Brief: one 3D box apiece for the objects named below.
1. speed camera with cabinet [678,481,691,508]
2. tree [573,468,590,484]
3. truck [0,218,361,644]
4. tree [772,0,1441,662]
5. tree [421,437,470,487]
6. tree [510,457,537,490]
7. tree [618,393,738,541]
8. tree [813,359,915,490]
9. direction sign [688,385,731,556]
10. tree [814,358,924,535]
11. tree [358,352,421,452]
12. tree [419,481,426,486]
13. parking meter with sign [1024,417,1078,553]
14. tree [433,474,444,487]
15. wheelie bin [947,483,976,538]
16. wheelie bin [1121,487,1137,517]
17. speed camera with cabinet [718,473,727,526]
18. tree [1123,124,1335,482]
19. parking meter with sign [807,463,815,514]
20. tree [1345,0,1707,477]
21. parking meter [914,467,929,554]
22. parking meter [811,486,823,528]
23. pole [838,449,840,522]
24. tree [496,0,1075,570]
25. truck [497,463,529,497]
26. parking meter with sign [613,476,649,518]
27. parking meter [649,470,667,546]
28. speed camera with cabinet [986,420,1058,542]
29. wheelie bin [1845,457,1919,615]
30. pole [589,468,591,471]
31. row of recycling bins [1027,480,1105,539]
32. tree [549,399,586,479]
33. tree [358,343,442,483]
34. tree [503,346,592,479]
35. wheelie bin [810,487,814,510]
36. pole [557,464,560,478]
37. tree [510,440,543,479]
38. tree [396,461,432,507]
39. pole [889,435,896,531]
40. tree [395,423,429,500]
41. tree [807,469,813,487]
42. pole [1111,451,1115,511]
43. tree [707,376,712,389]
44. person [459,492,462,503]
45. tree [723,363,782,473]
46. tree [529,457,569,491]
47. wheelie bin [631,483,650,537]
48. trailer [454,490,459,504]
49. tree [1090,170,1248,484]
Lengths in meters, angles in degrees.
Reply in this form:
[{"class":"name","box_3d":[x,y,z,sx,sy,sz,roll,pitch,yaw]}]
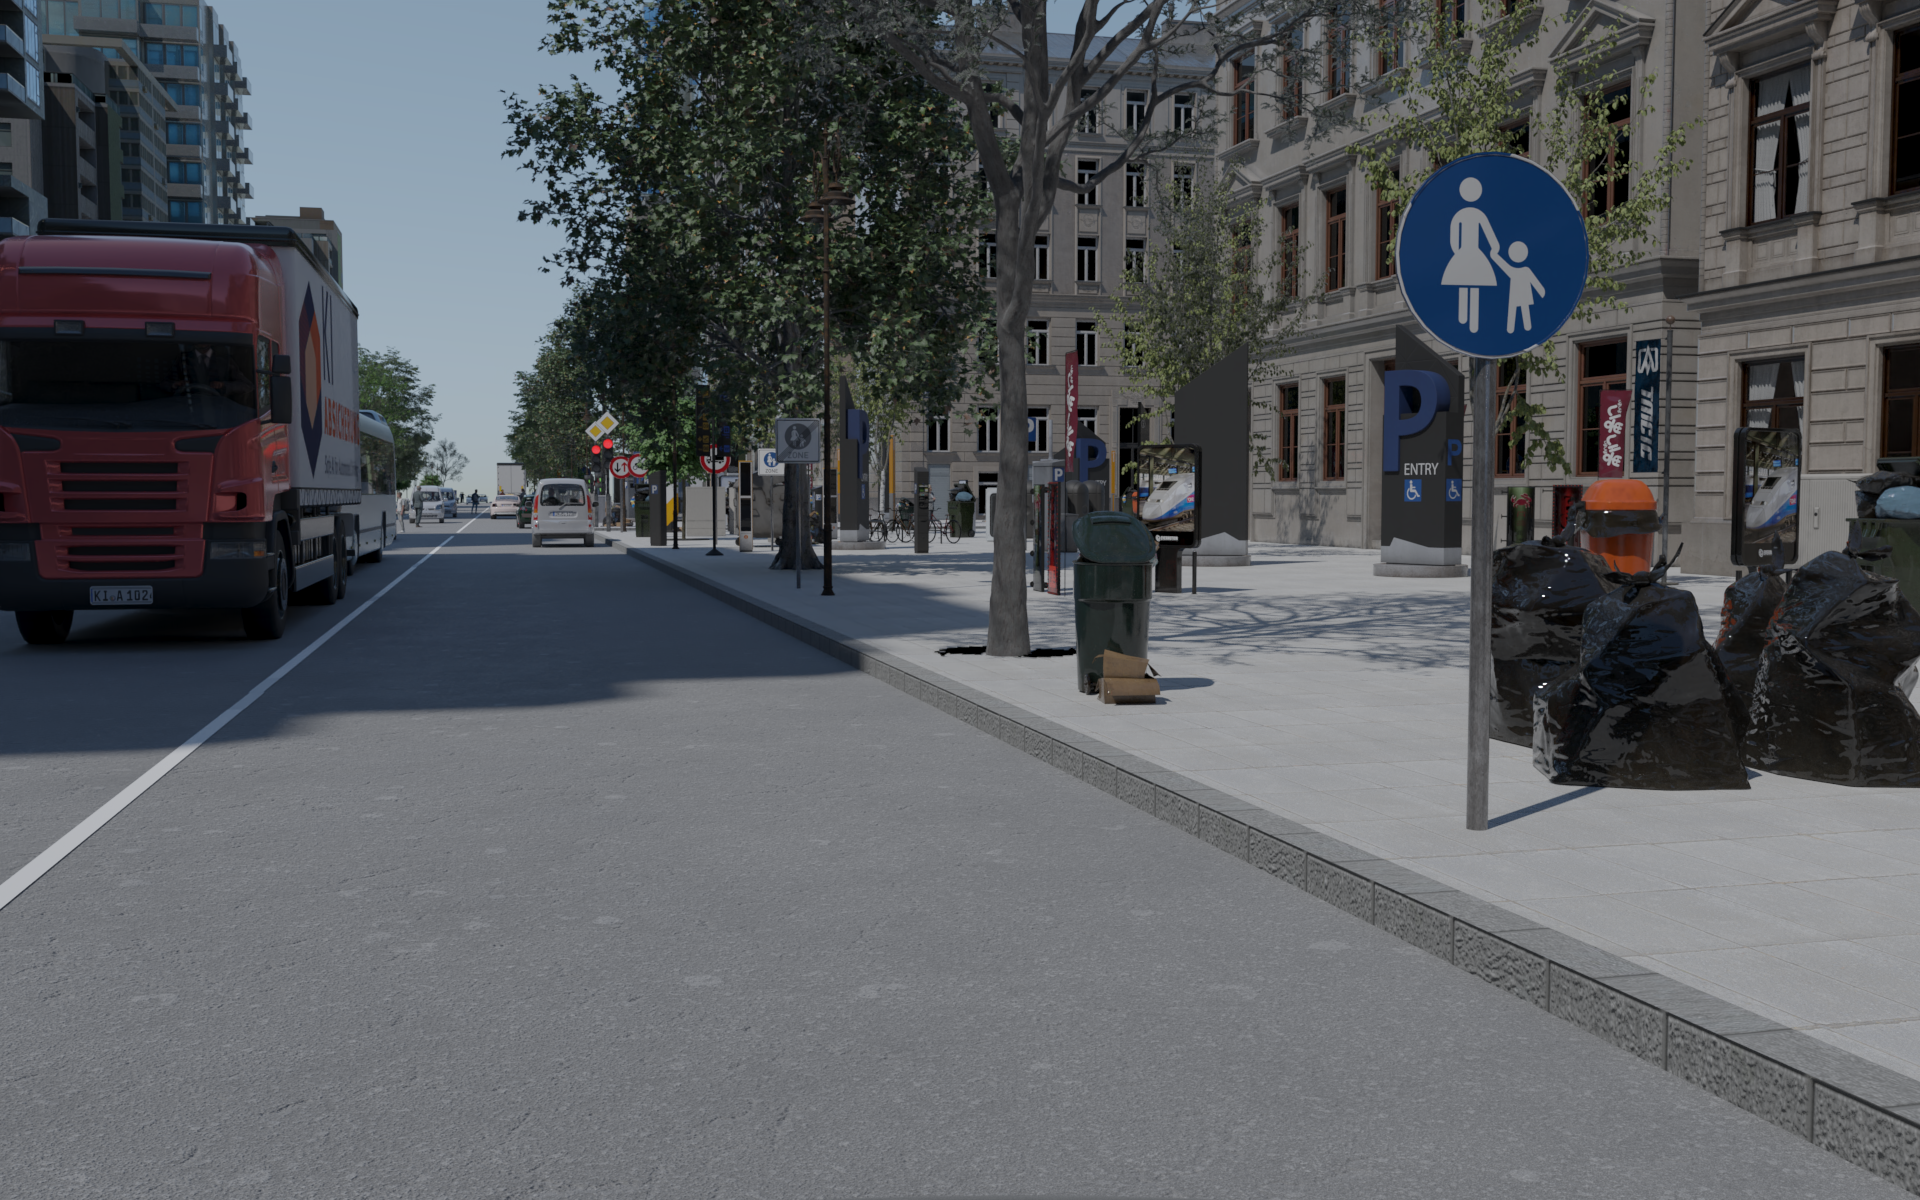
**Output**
[{"class":"speed camera with cabinet","box_3d":[-21.837,-8.640,135.594,0.660,3.252,2.038,0,4,6]},{"class":"tree","box_3d":[-25.373,-7.454,116.480,1.663,3.219,1.824,0,3,0]},{"class":"truck","box_3d":[-8.713,-1.909,20.121,2.839,4.237,11.283,-1,4,-15]},{"class":"tree","box_3d":[0.466,-6.296,13.302,12.009,13.543,11.850,0,3,0]},{"class":"tree","box_3d":[-84.668,-21.334,283.217,8.767,10.594,7.601,-2,4,-30]},{"class":"tree","box_3d":[-69.525,-21.867,283.286,9.928,11.665,9.643,0,3,0]},{"class":"tree","box_3d":[-7.773,-3.940,48.126,4.285,4.588,4.351,0,3,0]},{"class":"tree","box_3d":[-3.459,-7.426,71.780,4.360,8.622,3.978,0,3,0]},{"class":"direction sign","box_3d":[-5.130,-2.696,36.083,0.876,3.537,0.379,-3,5,-45]},{"class":"tree","box_3d":[-2.450,-6.379,54.653,4.737,8.622,4.395,0,3,0]},{"class":"tree","box_3d":[-44.184,-12.395,128.419,9.928,11.665,9.643,0,3,0]},{"class":"tree","box_3d":[-71.866,-14.469,231.174,1.663,3.219,1.824,0,3,0]},{"class":"parking meter with sign","box_3d":[1.971,-2.588,38.575,0.543,3.016,1.738,-3,4,-36]},{"class":"tree","box_3d":[-74.962,-16.020,245.635,4.285,4.588,4.351,0,3,0]},{"class":"wheelie bin","box_3d":[0.041,-2.634,50.970,0.693,1.594,0.980,-3,4,-38]},{"class":"wheelie bin","box_3d":[7.814,-4.371,79.378,0.693,1.594,0.980,2,4,29]},{"class":"speed camera with cabinet","box_3d":[-9.603,-4.600,69.553,0.660,3.252,2.038,-2,4,-26]},{"class":"tree","box_3d":[5.062,-5.157,34.683,4.360,8.622,3.978,0,3,0]},{"class":"parking meter with sign","box_3d":[-6.193,-4.441,68.879,0.543,3.016,1.738,-1,4,-17]},{"class":"tree","box_3d":[7.089,-4.425,22.712,4.737,8.622,4.395,0,3,0]},{"class":"parking meter","box_3d":[-0.830,-1.934,37.331,0.255,1.863,0.399,-1,4,-14]},{"class":"parking meter","box_3d":[-4.195,-2.600,50.920,0.372,1.533,0.369,0,3,0]},{"class":"pole","box_3d":[-5.424,-5.167,78.323,0.158,3.312,0.155,0,3,0]},{"class":"tree","box_3d":[-2.876,-6.878,29.457,9.611,12.733,9.660,0,3,0]},{"class":"truck","box_3d":[-41.280,-10.446,159.697,2.839,4.237,11.283,-1,4,-13]},{"class":"parking meter with sign","box_3d":[-15.385,-5.203,81.333,1.738,3.016,0.543,-2,4,-32]},{"class":"parking meter","box_3d":[-7.450,-2.264,42.719,0.399,1.863,0.255,2,4,35]},{"class":"speed camera with cabinet","box_3d":[1.716,-3.177,46.285,2.038,3.252,0.660,2,4,26]},{"class":"wheelie bin","box_3d":[8.064,-0.425,14.863,0.693,1.594,0.980,0,4,-4]},{"class":"pole","box_3d":[-27.641,-8.298,129.511,0.158,3.312,0.155,0,3,0]},{"class":"row of recycling bins","box_3d":[3.020,-2.678,50.894,1.069,1.692,3.534,3,5,44]},{"class":"tree","box_3d":[-24.991,-9.833,111.132,4.360,8.622,3.978,0,3,0]},{"class":"tree","box_3d":[-49.308,-14.712,147.199,9.857,13.997,8.962,0,3,0]},{"class":"tree","box_3d":[-31.020,-13.125,132.728,7.486,12.596,7.792,0,3,0]},{"class":"wheelie bin","box_3d":[-6.431,-4.164,75.996,0.693,1.594,0.980,-1,4,-9]},{"class":"pole","box_3d":[-26.460,-7.365,114.253,0.158,3.312,0.155,0,3,0]},{"class":"tree","box_3d":[-49.660,-16.614,206.049,8.767,10.594,7.601,0,4,0]},{"class":"tree","box_3d":[-55.261,-11.404,170.169,4.285,4.588,4.351,0,3,0]},{"class":"pole","box_3d":[-2.334,-4.033,59.790,0.158,3.312,0.155,0,3,0]},{"class":"tree","box_3d":[-58.437,-14.083,180.613,4.737,8.622,4.395,0,3,0]},{"class":"tree","box_3d":[-6.517,-8.233,84.971,4.360,8.622,3.978,0,3,0]},{"class":"pole","box_3d":[7.221,-5.375,81.718,0.158,3.312,0.155,0,3,0]},{"class":"tree","box_3d":[-13.681,-9.143,99.847,4.737,8.622,4.395,0,3,0]},{"class":"person","box_3d":[-83.283,-17.170,289.219,1.348,1.826,0.705,3,4,37]},{"class":"tree","box_3d":[-8.494,-7.886,79.292,4.737,8.622,4.395,0,3,0]},{"class":"tree","box_3d":[-58.679,-17.947,243.789,4.737,8.622,4.395,0,3,0]},{"class":"wheelie bin","box_3d":[-9.326,-2.670,51.555,0.980,1.594,0.693,0,4,-3]},{"class":"trailer","box_3d":[-72.322,-14.690,247.227,1.471,1.999,3.904,-1,4,-16]},{"class":"tree","box_3d":[5.284,-5.470,39.797,4.737,8.622,4.395,0,3,0]}]
